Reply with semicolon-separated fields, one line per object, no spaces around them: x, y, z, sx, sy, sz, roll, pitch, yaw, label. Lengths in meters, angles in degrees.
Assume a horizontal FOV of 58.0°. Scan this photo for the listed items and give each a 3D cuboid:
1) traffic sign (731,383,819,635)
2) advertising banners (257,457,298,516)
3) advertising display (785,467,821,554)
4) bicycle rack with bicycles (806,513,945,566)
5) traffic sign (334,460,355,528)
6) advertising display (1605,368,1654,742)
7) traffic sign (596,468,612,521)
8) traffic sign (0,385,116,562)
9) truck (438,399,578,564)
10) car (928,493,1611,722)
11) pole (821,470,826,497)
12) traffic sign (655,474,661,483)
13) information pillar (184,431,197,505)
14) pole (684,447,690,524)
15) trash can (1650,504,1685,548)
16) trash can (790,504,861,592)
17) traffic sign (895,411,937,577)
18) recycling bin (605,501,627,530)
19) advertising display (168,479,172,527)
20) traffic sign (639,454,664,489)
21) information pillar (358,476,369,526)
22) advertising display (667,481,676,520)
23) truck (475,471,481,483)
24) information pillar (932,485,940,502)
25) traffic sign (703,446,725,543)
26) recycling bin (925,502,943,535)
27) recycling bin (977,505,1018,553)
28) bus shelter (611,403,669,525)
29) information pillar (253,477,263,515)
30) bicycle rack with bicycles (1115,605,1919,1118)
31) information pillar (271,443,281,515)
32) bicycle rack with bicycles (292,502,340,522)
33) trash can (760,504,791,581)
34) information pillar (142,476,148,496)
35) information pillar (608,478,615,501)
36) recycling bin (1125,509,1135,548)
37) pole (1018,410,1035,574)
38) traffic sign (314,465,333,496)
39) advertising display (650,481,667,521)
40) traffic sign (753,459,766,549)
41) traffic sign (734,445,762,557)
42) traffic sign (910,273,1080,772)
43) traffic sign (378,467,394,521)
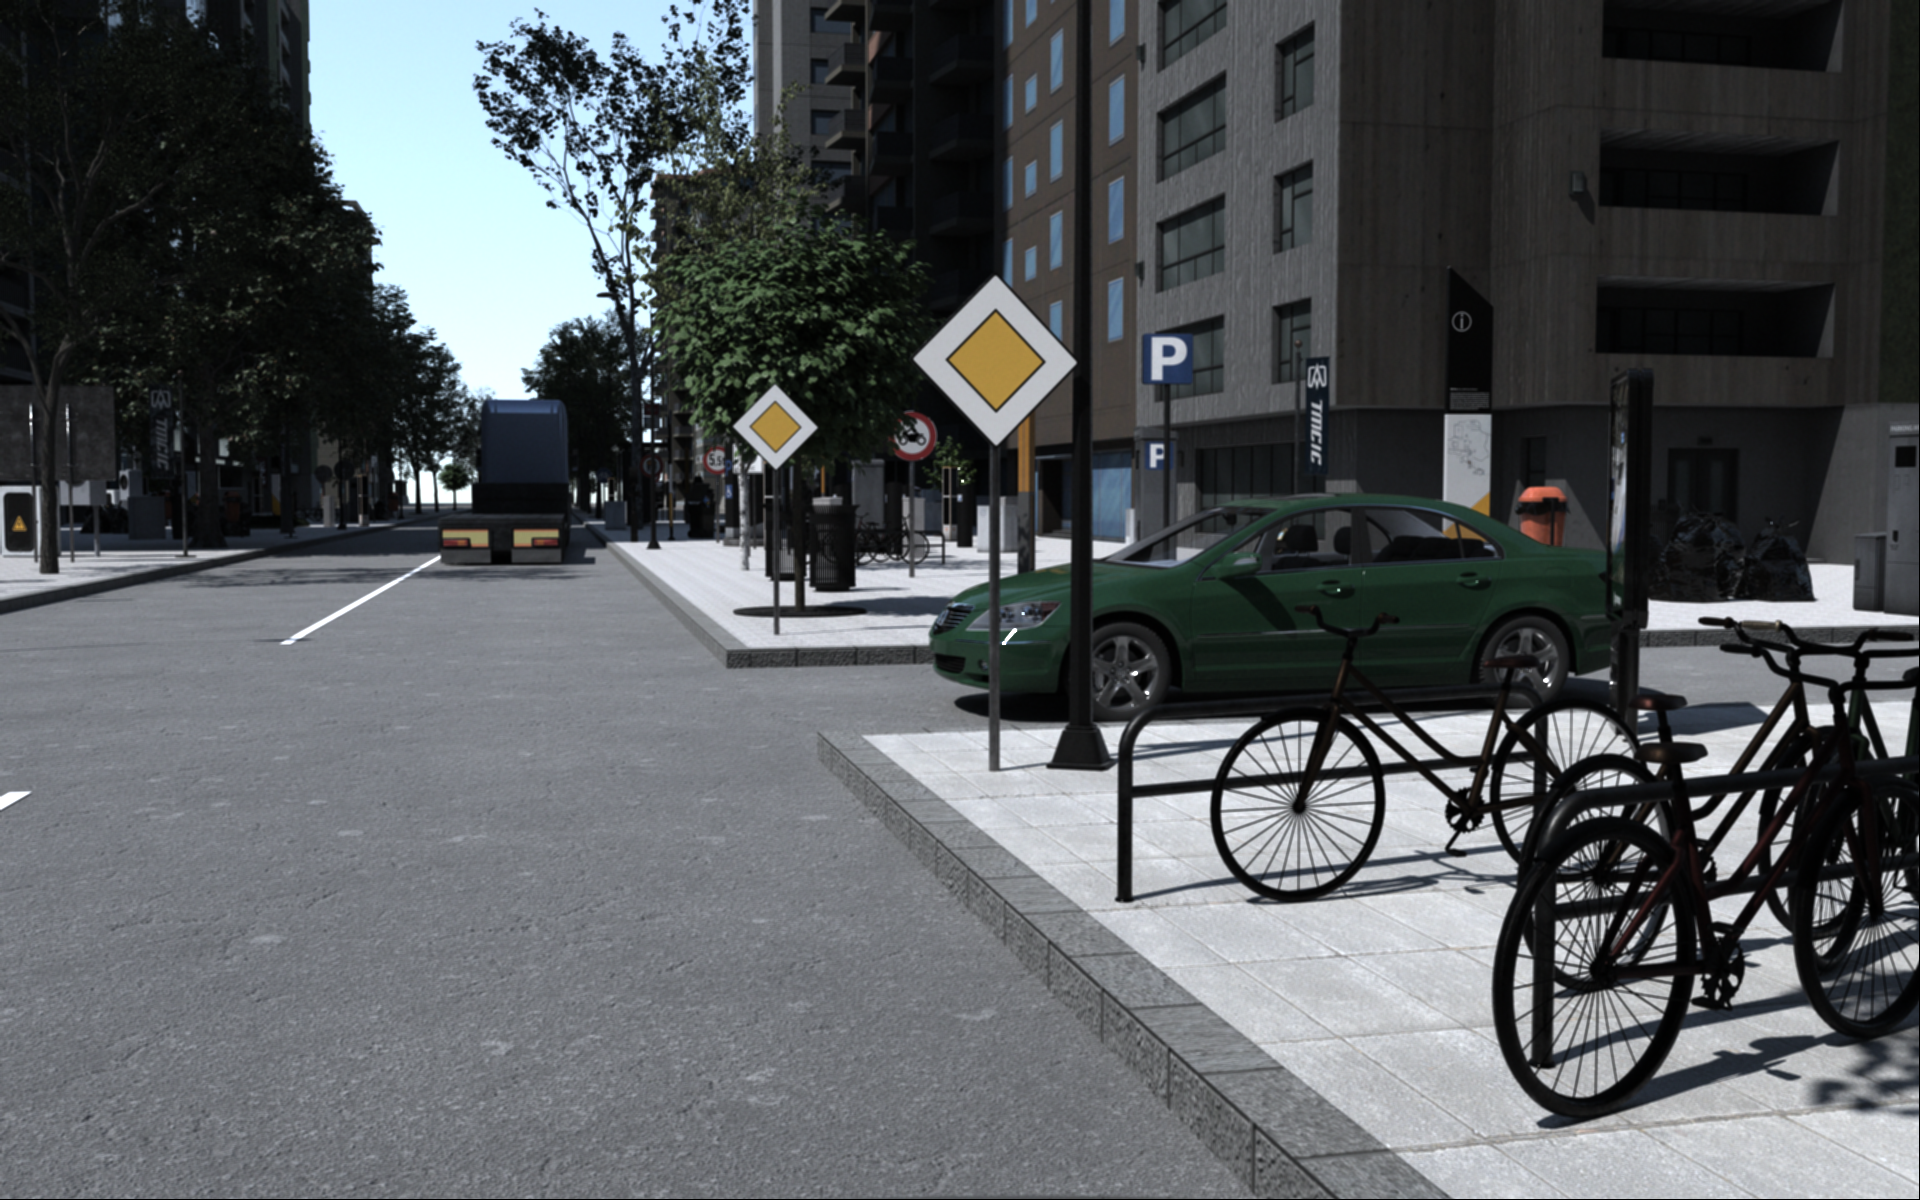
-1.675;-0.740;15.736;0.795;2.450;0.064;-1;4;-13;traffic sign
-32.470;-5.274;82.413;0.090;3.025;2.074;3;4;37;advertising banners
-3.333;-1.935;36.846;0.123;1.923;0.974;3;5;40;advertising display
-1.710;-1.140;32.014;2.925;0.926;2.852;-2;4;-29;bicycle rack with bicycles
-23.074;-3.966;64.942;0.768;2.556;0.104;0;4;-7;traffic sign
3.588;-0.251;9.319;0.123;1.923;0.974;1;4;15;advertising display
-17.173;-5.106;83.588;0.768;2.556;0.104;-1;4;-12;traffic sign
-17.016;-2.359;32.446;2.265;3.308;0.079;0;4;-8;traffic sign
-11.169;-3.299;43.695;2.967;4.110;18.799;-1;4;-12;truck
2.211;-0.010;11.957;4.920;1.459;2.131;-1;4;-13;car
-3.516;-3.073;44.086;0.158;3.312;0.155;0;3;0;pole
-14.586;-5.023;82.240;0.768;2.556;0.104;0;4;-6;traffic sign
-27.648;-4.324;62.056;0.504;3.616;0.183;-3;5;-45;information pillar
-11.860;-4.978;75.226;0.158;3.312;0.155;0;3;0;pole
10.096;-0.823;25.113;0.748;1.137;0.748;0;3;0;trash can
-1.684;-0.686;22.864;0.748;1.137;0.748;0;3;0;trash can
-0.739;-1.621;26.604;0.768;2.556;0.104;-1;4;-10;traffic sign
-12.402;-3.050;62.427;0.722;1.027;0.722;0;4;-6;recycling bin
-29.977;-3.765;66.768;0.123;1.923;0.974;3;5;42;advertising display
-9.750;-3.345;54.804;0.768;2.556;0.104;-1;4;-11;traffic sign
-23.802;-3.953;69.122;0.304;2.012;0.304;-3;5;-44;information pillar
-14.359;-4.943;86.032;0.123;1.923;0.974;1;4;12;advertising display
-37.770;-9.262;140.339;2.839;4.237;11.283;-1;4;-15;truck
-0.824;-3.466;61.166;0.304;2.012;0.304;-1;4;-12;information pillar
-6.370;-2.776;45.501;0.768;2.556;0.104;-1;4;-9;traffic sign
-0.703;-2.569;54.556;0.722;1.027;0.722;1;4;10;recycling bin
0.851;-1.567;38.182;0.722;1.027;0.722;2;4;32;recycling bin
-13.734;-5.896;74.036;2.179;5.291;8.768;-1;4;-13;bus shelter
-30.702;-4.361;75.792;0.304;2.012;0.304;0;4;-1;information pillar
1.901;0.513;4.996;2.925;0.926;2.852;-2;4;-25;bicycle rack with bicycles
-28.258;-4.908;71.606;0.504;3.616;0.183;2;4;28;information pillar
-29.470;-4.113;80.631;2.925;0.926;2.852;-1;4;-15;bicycle rack with bicycles
-2.583;-0.858;25.686;0.748;1.137;0.748;0;3;0;trash can
-33.944;-4.127;71.961;0.304;2.012;0.304;2;4;34;information pillar
-16.117;-4.624;80.088;0.304;2.012;0.304;-1;4;-15;information pillar
3.254;-1.061;29.906;0.722;1.027;0.722;0;4;-1;recycling bin
0.798;-1.645;20.736;0.158;3.312;0.155;0;3;0;pole
-27.975;-4.653;76.178;0.768;2.556;0.104;-1;4;-13;traffic sign
-14.702;-4.767;83.150;0.974;1.923;0.123;0;4;5;advertising display
-4.796;-2.470;40.380;0.884;2.594;0.081;-1;4;-10;traffic sign
-4.320;-2.032;35.358;0.606;2.300;0.079;0;4;-7;traffic sign
0.156;-0.264;7.963;0.795;2.450;0.064;-1;4;-13;traffic sign
-27.306;-5.035;82.427;0.768;2.556;0.104;-1;4;-12;traffic sign
